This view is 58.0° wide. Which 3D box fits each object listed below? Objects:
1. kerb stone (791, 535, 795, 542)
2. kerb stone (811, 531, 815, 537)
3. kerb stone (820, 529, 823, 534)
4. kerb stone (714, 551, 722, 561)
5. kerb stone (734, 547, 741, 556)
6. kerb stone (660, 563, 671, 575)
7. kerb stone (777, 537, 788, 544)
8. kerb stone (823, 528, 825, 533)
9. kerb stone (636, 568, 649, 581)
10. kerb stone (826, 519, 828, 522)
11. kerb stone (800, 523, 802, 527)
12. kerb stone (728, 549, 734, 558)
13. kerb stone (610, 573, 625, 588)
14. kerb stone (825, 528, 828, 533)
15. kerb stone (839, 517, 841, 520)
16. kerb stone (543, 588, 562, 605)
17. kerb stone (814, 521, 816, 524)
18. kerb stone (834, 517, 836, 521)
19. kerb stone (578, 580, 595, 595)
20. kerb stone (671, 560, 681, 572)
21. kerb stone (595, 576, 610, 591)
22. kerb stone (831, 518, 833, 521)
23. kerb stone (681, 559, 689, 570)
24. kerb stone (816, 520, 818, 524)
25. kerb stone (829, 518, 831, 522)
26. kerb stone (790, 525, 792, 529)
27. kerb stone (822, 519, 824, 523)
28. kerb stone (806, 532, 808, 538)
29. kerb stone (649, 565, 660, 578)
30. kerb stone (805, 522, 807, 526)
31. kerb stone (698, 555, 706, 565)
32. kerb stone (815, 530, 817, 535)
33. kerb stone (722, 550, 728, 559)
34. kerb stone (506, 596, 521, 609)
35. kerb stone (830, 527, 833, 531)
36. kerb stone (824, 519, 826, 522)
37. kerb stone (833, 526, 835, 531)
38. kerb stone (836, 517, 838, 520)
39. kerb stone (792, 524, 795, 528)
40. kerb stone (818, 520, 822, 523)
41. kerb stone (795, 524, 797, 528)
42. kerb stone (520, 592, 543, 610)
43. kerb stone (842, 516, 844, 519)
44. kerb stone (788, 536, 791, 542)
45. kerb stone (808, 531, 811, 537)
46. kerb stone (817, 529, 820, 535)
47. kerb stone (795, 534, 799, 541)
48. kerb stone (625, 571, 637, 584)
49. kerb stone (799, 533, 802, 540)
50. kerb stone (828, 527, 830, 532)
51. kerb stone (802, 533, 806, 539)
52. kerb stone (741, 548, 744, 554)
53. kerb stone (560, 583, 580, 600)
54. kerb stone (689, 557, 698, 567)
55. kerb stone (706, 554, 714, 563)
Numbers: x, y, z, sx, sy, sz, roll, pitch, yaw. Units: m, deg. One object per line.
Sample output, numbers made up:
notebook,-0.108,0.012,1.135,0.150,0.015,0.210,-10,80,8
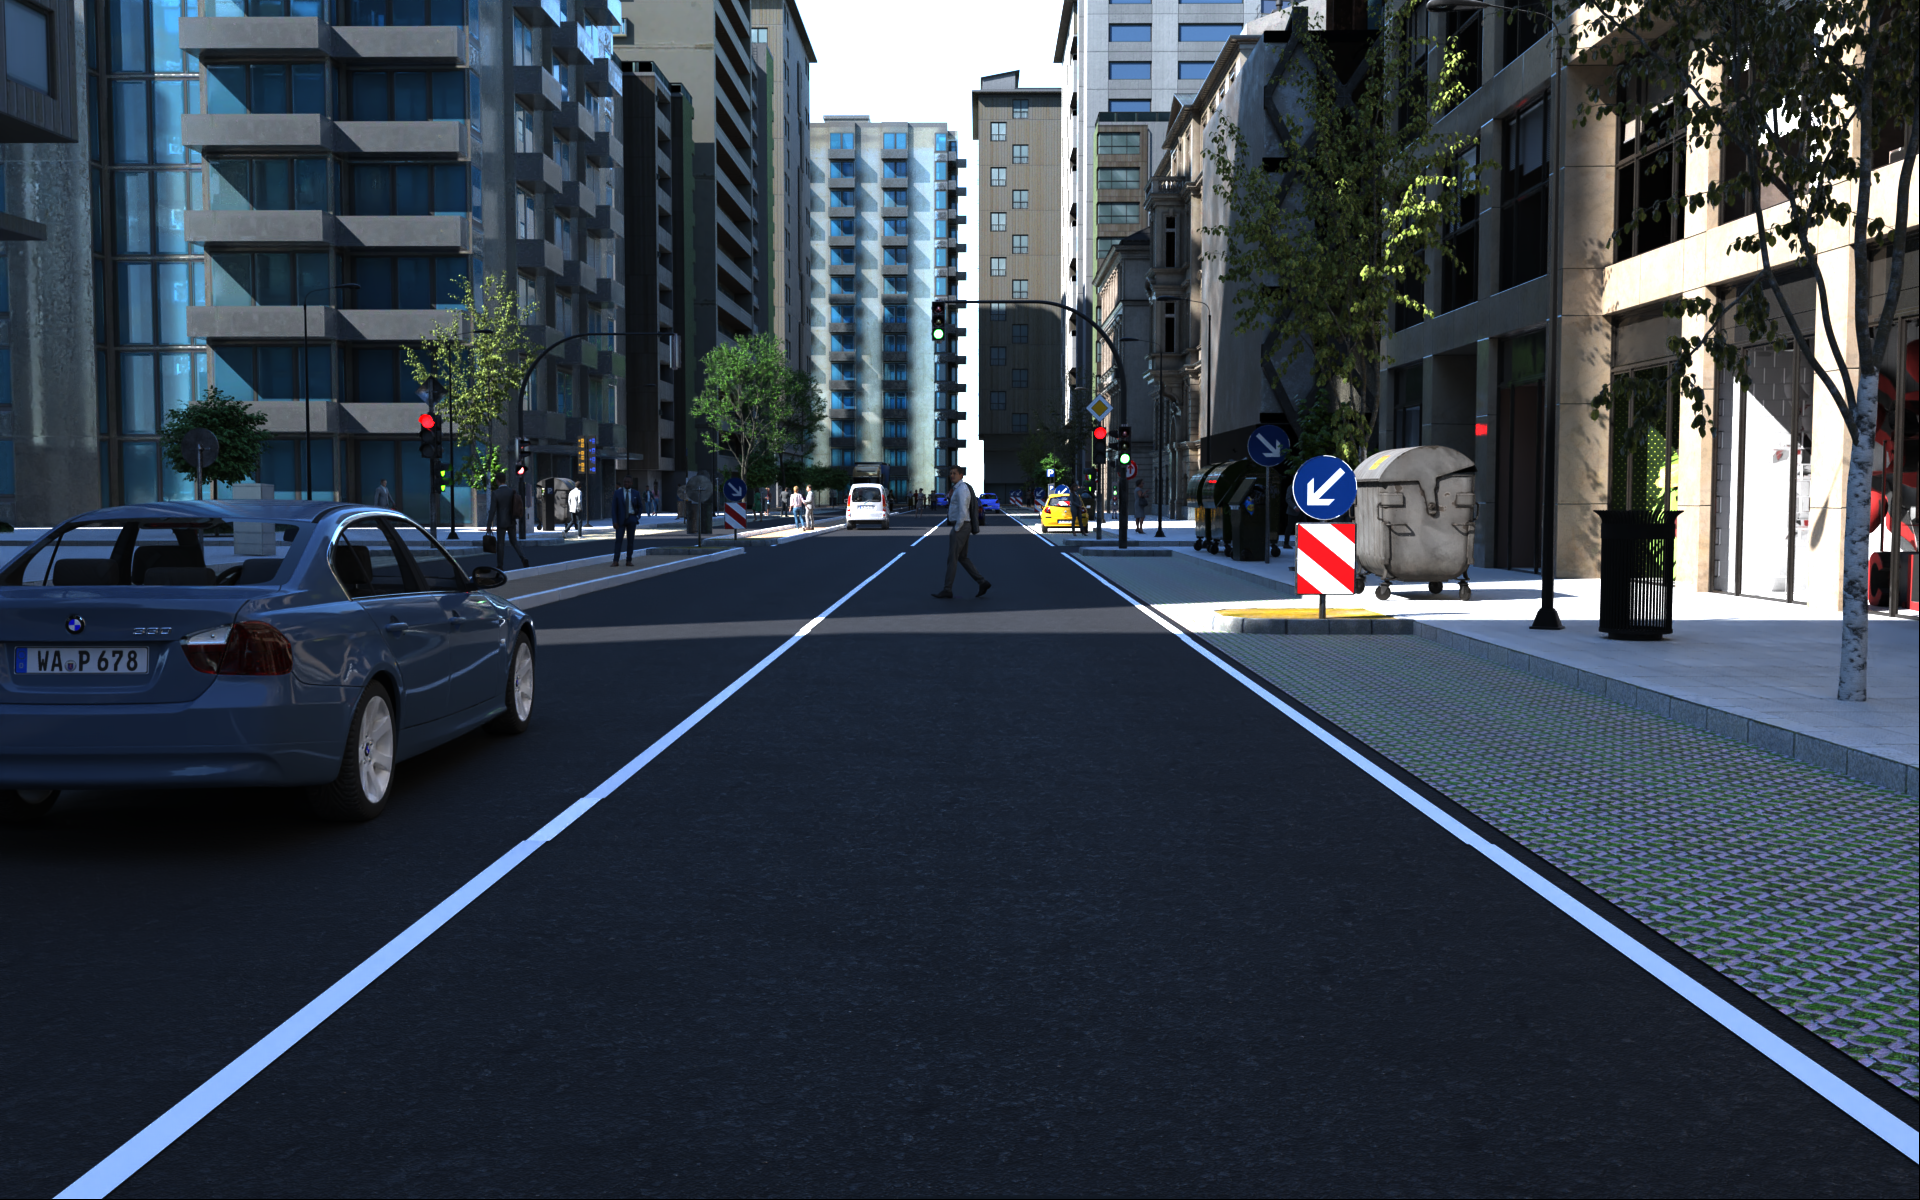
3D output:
kerb stone,-5.147,-1.819,52.027,0.120,0.150,1.000,0,4,1
kerb stone,-5.075,-2.197,58.167,0.120,0.150,1.000,0,4,1
kerb stone,-5.037,-2.387,61.238,0.120,0.150,1.000,0,4,1
kerb stone,-5.289,-0.905,37.090,0.120,0.150,1.000,0,4,1
kerb stone,-5.270,-1.098,40.172,0.120,0.150,1.000,0,4,1
kerb stone,-5.367,-0.535,30.948,0.120,0.150,1.000,0,4,1
kerb stone,-5.164,-1.699,49.976,0.120,0.150,1.000,0,4,1
kerb stone,-5.031,-2.451,62.262,0.120,0.150,1.000,0,4,1
kerb stone,-5.386,-0.409,28.905,0.120,0.150,1.000,0,4,1
kerb stone,-6.869,-3.960,86.943,0.120,0.150,1.000,0,4,1
kerb stone,-7.003,-3.208,74.646,0.120,0.150,1.000,0,4,1
kerb stone,-5.284,-1.036,39.139,0.120,0.150,1.000,0,4,1
kerb stone,-5.405,-0.285,26.861,0.120,0.150,1.000,0,4,1
kerb stone,-5.024,-2.514,63.296,0.120,0.150,1.000,0,4,1
kerb stone,-6.788,-4.461,95.144,0.120,0.150,1.000,0,4,1
kerb stone,-5.449,-0.032,22.765,0.120,0.150,1.000,0,4,1
kerb stone,-6.945,-3.584,80.796,0.120,0.150,1.000,0,4,1
kerb stone,-6.817,-4.274,92.069,0.120,0.150,1.000,0,4,1
kerb stone,-5.431,-0.159,24.816,0.120,0.150,1.000,0,4,1
kerb stone,-5.348,-0.598,31.970,0.120,0.150,1.000,0,4,1
kerb stone,-5.419,-0.223,25.839,0.120,0.150,1.000,0,4,1
kerb stone,-6.841,-4.148,90.020,0.120,0.150,1.000,0,4,1
kerb stone,-5.348,-0.660,32.992,0.120,0.150,1.000,0,4,1
kerb stone,-6.920,-3.647,81.821,0.120,0.150,1.000,0,4,1
kerb stone,-6.852,-4.073,88.990,0.120,0.150,1.000,0,4,1
kerb stone,-7.054,-2.952,70.526,0.120,0.150,1.000,0,4,1
kerb stone,-6.896,-3.834,84.894,0.120,0.150,1.000,0,4,1
kerb stone,-5.102,-2.075,56.123,0.120,0.150,1.000,0,4,1
kerb stone,-5.373,-0.473,29.926,0.120,0.150,1.000,0,4,1
kerb stone,-6.981,-3.328,76.697,0.120,0.150,1.000,0,4,1
kerb stone,-5.322,-0.786,35.040,0.120,0.150,1.000,0,4,1
kerb stone,-5.071,-2.263,59.189,0.120,0.150,1.000,0,4,1
kerb stone,-5.288,-0.970,38.118,0.120,0.150,1.000,0,4,1
kerb stone,-5.468,0.092,20.711,0.120,0.150,1.000,0,4,1
kerb stone,-4.999,-2.636,65.341,0.120,0.150,1.000,0,4,1
kerb stone,-6.884,-3.898,85.920,0.120,0.150,1.000,0,4,1
kerb stone,-4.994,-2.701,66.363,0.120,0.150,1.000,0,4,1
kerb stone,-6.807,-4.334,93.092,0.120,0.150,1.000,0,4,1
kerb stone,-7.041,-3.019,71.548,0.120,0.150,1.000,0,4,1
kerb stone,-6.909,-3.772,83.866,0.120,0.150,1.000,0,4,1
kerb stone,-7.027,-3.082,72.586,0.120,0.150,1.000,0,4,1
kerb stone,-5.456,0.028,21.734,0.120,0.150,1.000,0,4,1
kerb stone,-6.768,-4.587,97.190,0.120,0.150,1.000,0,4,1
kerb stone,-5.155,-1.762,50.998,0.120,0.150,1.000,0,4,1
kerb stone,-5.095,-2.131,57.145,0.120,0.150,1.000,0,4,1
kerb stone,-5.059,-2.325,60.216,0.120,0.150,1.000,0,4,1
kerb stone,-5.133,-1.886,53.052,0.120,0.150,1.000,0,4,1
kerb stone,-5.395,-0.342,27.883,0.120,0.150,1.000,0,4,1
kerb stone,-5.125,-1.950,54.078,0.120,0.150,1.000,0,4,1
kerb stone,-5.010,-2.572,64.318,0.120,0.150,1.000,0,4,1
kerb stone,-5.105,-2.013,55.100,0.120,0.150,1.000,0,4,1
kerb stone,-5.259,-1.158,41.197,0.120,0.150,1.000,0,4,1
kerb stone,-5.433,-0.098,23.794,0.120,0.150,1.000,0,4,1
kerb stone,-5.337,-0.723,34.015,0.120,0.150,1.000,0,4,1
kerb stone,-5.314,-0.848,36.066,0.120,0.150,1.000,0,4,1
